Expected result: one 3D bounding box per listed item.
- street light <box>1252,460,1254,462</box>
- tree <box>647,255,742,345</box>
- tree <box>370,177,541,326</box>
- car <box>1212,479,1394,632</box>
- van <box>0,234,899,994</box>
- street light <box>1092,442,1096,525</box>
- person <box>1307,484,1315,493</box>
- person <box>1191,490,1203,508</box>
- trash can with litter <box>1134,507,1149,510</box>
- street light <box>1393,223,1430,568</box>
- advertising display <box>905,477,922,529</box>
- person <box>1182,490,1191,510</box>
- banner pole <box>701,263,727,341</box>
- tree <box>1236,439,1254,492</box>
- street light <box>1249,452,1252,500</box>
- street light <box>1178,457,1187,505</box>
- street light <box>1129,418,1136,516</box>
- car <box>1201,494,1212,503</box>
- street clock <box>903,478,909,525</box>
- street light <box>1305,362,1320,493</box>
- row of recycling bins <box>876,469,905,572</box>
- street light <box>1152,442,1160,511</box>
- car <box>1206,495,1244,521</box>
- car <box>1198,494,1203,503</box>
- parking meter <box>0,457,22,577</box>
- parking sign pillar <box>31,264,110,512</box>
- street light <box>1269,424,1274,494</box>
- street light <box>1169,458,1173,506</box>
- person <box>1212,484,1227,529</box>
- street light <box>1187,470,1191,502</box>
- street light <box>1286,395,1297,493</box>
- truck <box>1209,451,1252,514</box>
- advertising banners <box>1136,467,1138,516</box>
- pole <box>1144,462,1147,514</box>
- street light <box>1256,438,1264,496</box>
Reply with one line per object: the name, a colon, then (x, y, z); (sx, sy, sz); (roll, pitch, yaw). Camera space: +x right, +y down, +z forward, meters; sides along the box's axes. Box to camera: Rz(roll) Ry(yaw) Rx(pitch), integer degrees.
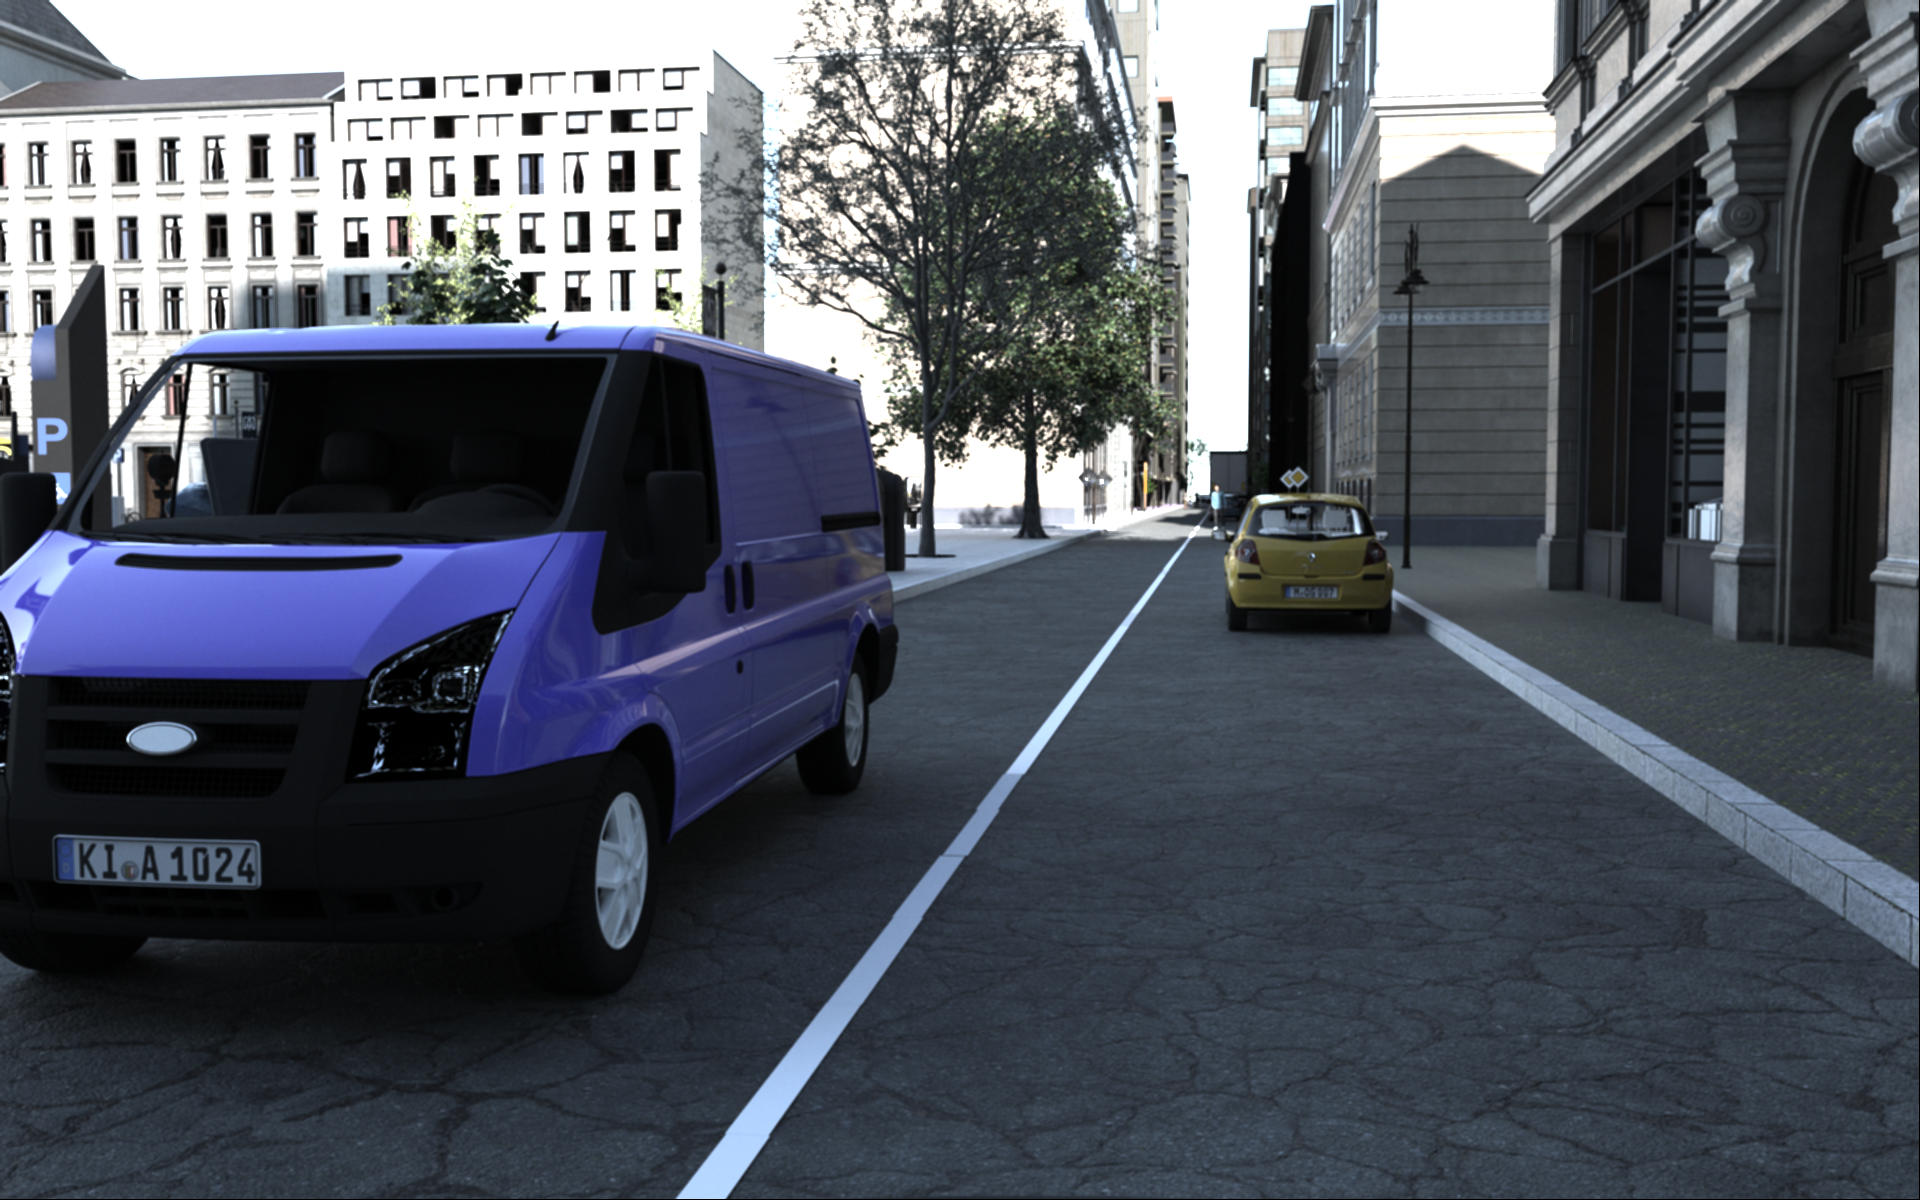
street light: (27.014, -11.274, 157.123); (0.468, 5.910, 1.993); (1, 4, 9)
tree: (-8.635, -6.324, 53.752); (4.737, 8.622, 4.395); (0, 3, 0)
tree: (-12.024, -5.535, 40.864); (4.737, 8.622, 4.395); (0, 3, 0)
car: (3.846, -0.566, 19.482); (2.015, 1.641, 3.980); (1, 4, 8)
van: (-1.634, -0.150, 6.840); (2.240, 2.365, 5.245); (0, 4, 8)
street light: (5.589, -6.079, 72.174); (0.468, 5.910, 1.993); (1, 4, 9)
person: (13.164, -3.451, 64.955); (0.581, 1.822, 0.654); (-1, 4, -20)
person: (23.586, -10.029, 172.465); (1.348, 1.826, 0.705); (1, 4, 13)
trash can with litter: (14.357, -7.833, 139.127); (2.233, 1.210, 1.678); (2, 4, 26)
street light: (7.730, -3.488, 29.810); (0.468, 5.910, 1.993); (1, 4, 9)
advertising display: (-1.727, -3.598, 64.041); (0.123, 1.923, 0.974); (2, 4, 32)
person: (20.227, -8.962, 155.034); (0.705, 1.824, 1.348); (-2, 4, -29)
banner pole: (-2.630, -1.749, 18.615); (0.401, 3.779, 0.863); (1, 4, 10)
tree: (39.043, -17.299, 233.204); (4.737, 8.622, 4.395); (0, 3, 0)
street light: (31.679, -13.190, 188.439); (0.468, 5.910, 1.993); (1, 4, 9)
street light: (29.476, -15.703, 229.537); (0.468, 5.910, 1.993); (1, 4, 9)
street light: (10.271, -7.980, 103.262); (0.468, 5.910, 1.993); (1, 4, 9)
car: (37.715, -15.465, 264.653); (2.131, 1.459, 4.920); (0, 4, 7)
street clock: (-2.103, -4.107, 71.718); (0.358, 2.002, 0.471); (-3, 5, -44)
street light: (12.393, -5.389, 60.901); (0.468, 5.910, 1.993); (1, 4, 9)
row of recycling bins: (-1.928, -1.263, 27.767); (1.069, 1.692, 3.534); (2, 4, 28)
street light: (15.058, -9.897, 134.600); (0.468, 5.910, 1.993); (1, 4, 9)
car: (14.206, -4.936, 92.704); (2.014, 1.417, 4.499); (0, 4, 7)
car: (39.375, -16.393, 279.821); (2.131, 1.459, 4.920); (0, 4, 8)
parking meter: (-14.836, -1.303, 27.012); (0.255, 1.863, 0.399); (2, 4, 32)
parking sign pillar: (-10.141, -1.915, 19.782); (1.447, 3.967, 1.447); (-1, 4, -9)
street light: (20.254, -8.531, 112.275); (0.468, 5.910, 1.993); (1, 4, 9)
street light: (21.817, -12.629, 179.264); (0.468, 5.910, 1.993); (1, 4, 9)
person: (10.539, -3.780, 70.318); (0.660, 1.820, 0.620); (2, 4, 25)
street light: (34.096, -17.605, 260.635); (0.468, 5.910, 1.993); (1, 4, 9)
street light: (15.450, -6.613, 80.910); (0.468, 5.910, 1.993); (1, 4, 9)
truck: (18.266, -7.845, 117.171); (2.839, 4.237, 11.283); (1, 4, 10)
advertising banners: (10.221, -6.334, 99.752); (0.090, 3.025, 2.074); (0, 4, 6)
pole: (11.934, -7.205, 111.644); (0.158, 3.312, 0.155); (0, 3, 0)
street light: (24.961, -10.443, 143.533); (0.468, 5.910, 1.993); (1, 4, 9)
